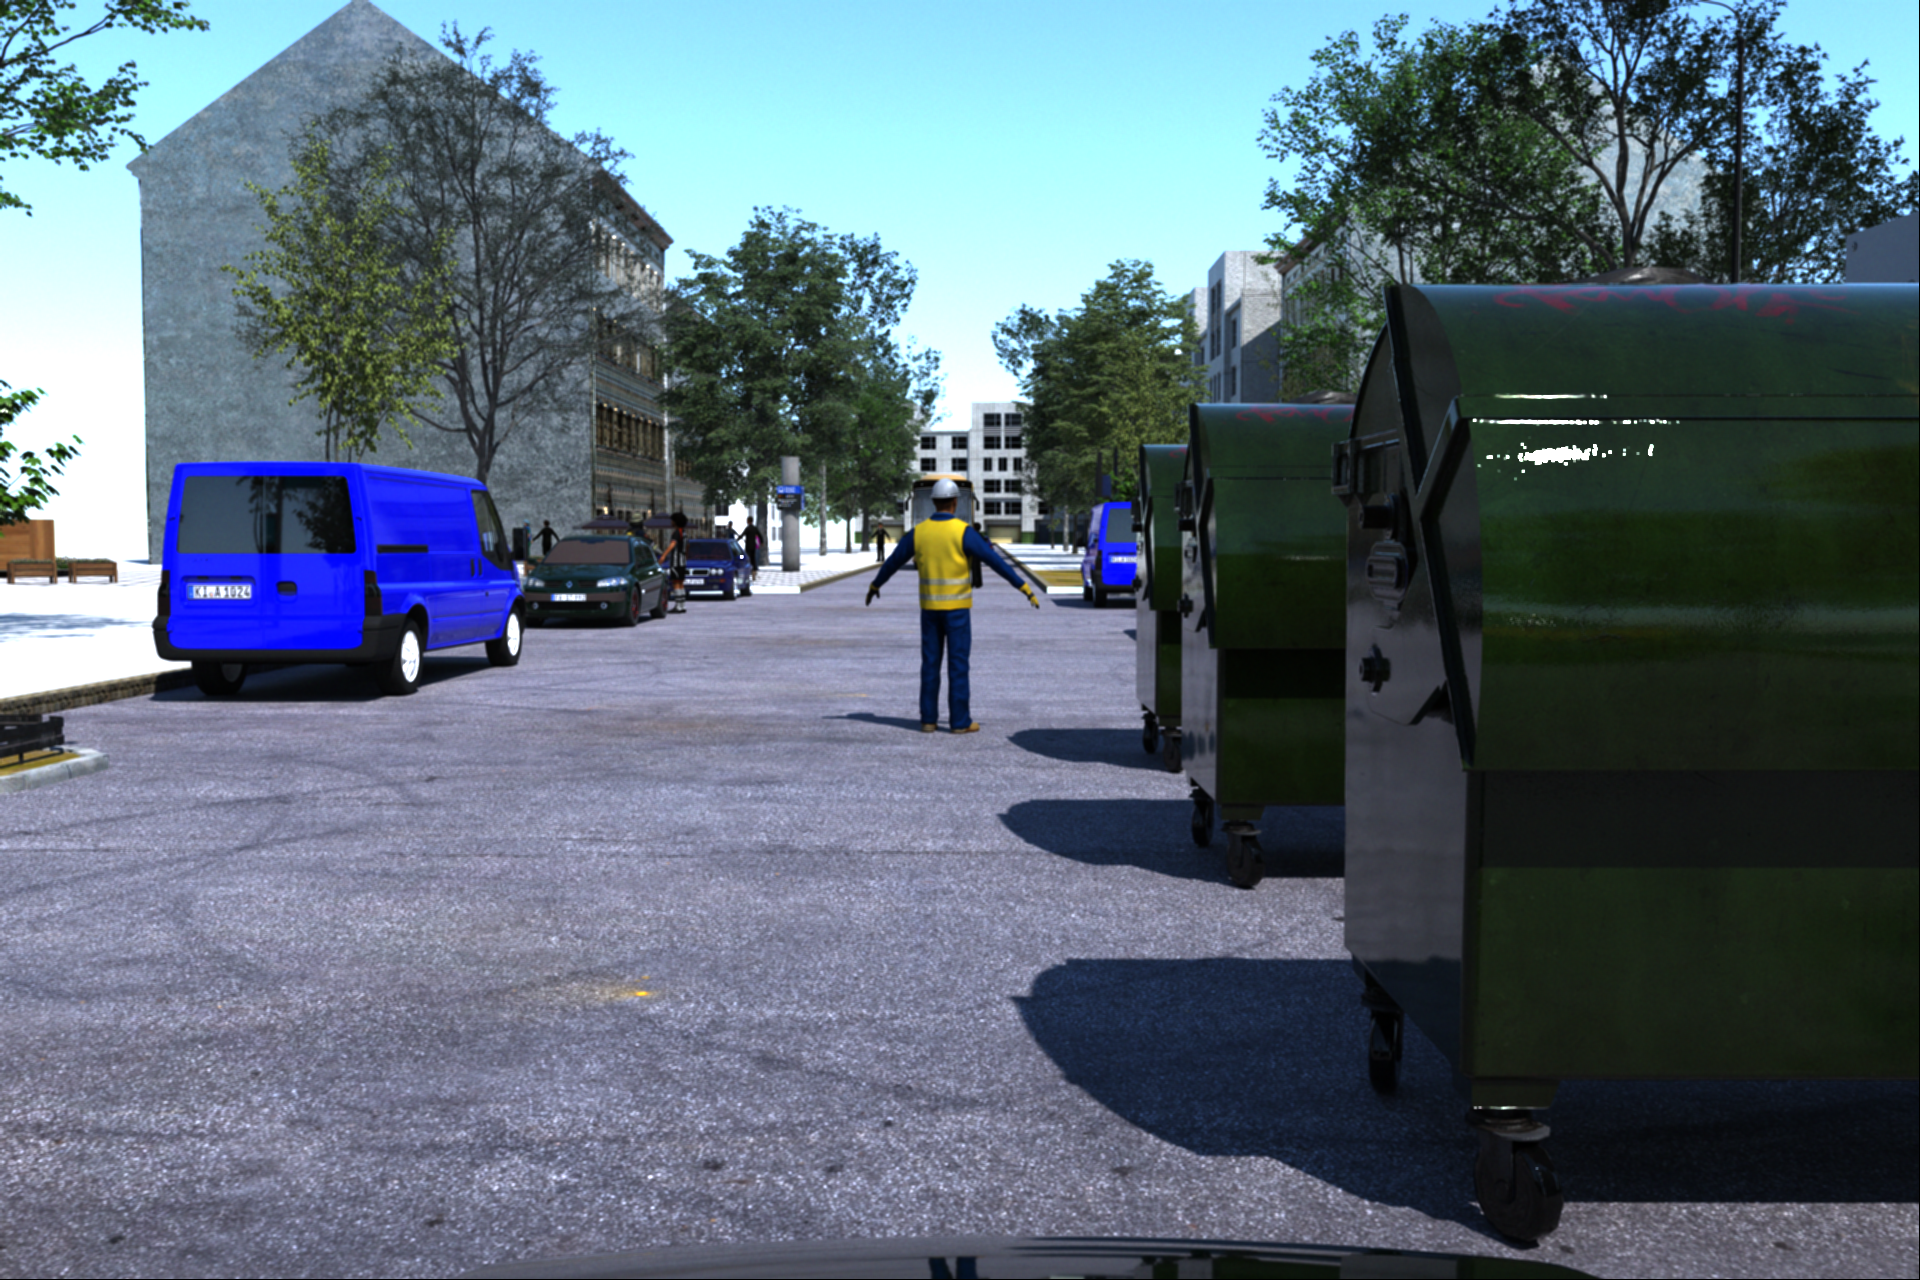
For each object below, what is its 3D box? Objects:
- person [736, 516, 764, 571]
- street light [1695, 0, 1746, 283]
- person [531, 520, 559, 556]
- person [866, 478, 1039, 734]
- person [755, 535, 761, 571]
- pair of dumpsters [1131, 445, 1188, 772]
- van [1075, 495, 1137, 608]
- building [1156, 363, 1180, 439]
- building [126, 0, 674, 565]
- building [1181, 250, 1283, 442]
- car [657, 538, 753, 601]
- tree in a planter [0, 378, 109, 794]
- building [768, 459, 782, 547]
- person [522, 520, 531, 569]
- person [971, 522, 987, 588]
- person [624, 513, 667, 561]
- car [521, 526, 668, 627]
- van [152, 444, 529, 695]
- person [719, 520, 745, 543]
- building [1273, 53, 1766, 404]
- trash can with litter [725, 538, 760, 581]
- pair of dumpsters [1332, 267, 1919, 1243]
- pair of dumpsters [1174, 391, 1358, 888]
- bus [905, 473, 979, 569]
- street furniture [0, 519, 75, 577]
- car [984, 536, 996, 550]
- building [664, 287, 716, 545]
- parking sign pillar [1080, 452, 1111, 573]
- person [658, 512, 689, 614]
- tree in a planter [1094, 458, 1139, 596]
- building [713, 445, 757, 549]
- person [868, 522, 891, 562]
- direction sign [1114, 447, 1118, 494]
[{"bbox_3d":[-6.198,-2.739,51.014,0.704,1.802,1.346,2,4,35],"label":"person"},{"bbox_3d":[7.156,-2.584,14.796,1.470,5.913,1.316,0,4,0],"label":"street light"},{"bbox_3d":[-15.918,-3.698,66.641,0.705,1.806,1.347,3,5,40],"label":"person"},{"bbox_3d":[-0.095,-0.251,12.536,1.349,1.833,0.705,1,4,21],"label":"person"},{"bbox_3d":[-7.024,-3.134,60.509,0.599,1.433,0.991,-1,4,-8],"label":"person"},{"bbox_3d":[3.291,-0.363,10.890,4.436,2.255,1.574,0,4,0],"label":"pair of dumpsters"},{"bbox_3d":[3.559,-1.899,35.430,2.240,2.365,5.245,0,4,0],"label":"van"},{"bbox_3d":[25.538,-20.231,187.200,16.016,20.090,11.380,0,4,1],"label":"building"},{"bbox_3d":[-24.434,-15.250,80.260,19.493,23.208,18.063,0,3,0],"label":"building"},{"bbox_3d":[24.983,-15.293,116.506,16.747,18.905,31.486,0,4,1],"label":"building"},{"bbox_3d":[-5.669,-1.589,38.558,1.945,1.354,3.894,0,4,1],"label":"car"},{"bbox_3d":[-6.190,-0.781,9.993,1.991,3.239,1.994,0,4,1],"label":"tree in a planter"},{"bbox_3d":[-23.985,-15.260,191.641,9.099,9.664,28.070,0,3,0],"label":"building"},{"bbox_3d":[-15.976,-3.522,63.708,0.704,1.817,1.347,-1,4,-20],"label":"person"},{"bbox_3d":[0.364,-2.239,45.786,0.721,1.740,1.216,3,4,38],"label":"person"},{"bbox_3d":[-6.471,-1.628,34.847,1.354,1.856,0.705,2,4,32],"label":"person"},{"bbox_3d":[-5.858,-1.115,28.013,2.009,1.686,4.222,0,4,0],"label":"car"},{"bbox_3d":[-5.785,-0.775,17.055,2.240,2.365,5.245,0,4,1],"label":"van"},{"bbox_3d":[-9.429,-4.004,71.322,1.347,1.847,0.705,-3,5,-41],"label":"person"},{"bbox_3d":[27.202,-15.752,88.474,19.493,23.208,18.063,0,4,1],"label":"building"},{"bbox_3d":[-6.036,-2.218,47.644,1.055,1.170,0.624,0,4,1],"label":"trash can with litter"},{"bbox_3d":[3.132,0.059,3.981,4.436,2.255,1.574,0,4,0],"label":"pair of dumpsters"},{"bbox_3d":[3.156,-0.156,7.495,4.436,2.255,1.574,0,3,0],"label":"pair of dumpsters"},{"bbox_3d":[-0.657,-5.012,73.497,2.896,3.916,12.252,0,4,0],"label":"bus"},{"bbox_3d":[-30.541,-2.849,53.443,11.010,1.723,9.812,3,4,39],"label":"street furniture"},{"bbox_3d":[0.905,-4.790,90.899,1.945,1.354,3.894,0,4,0],"label":"car"},{"bbox_3d":[-27.603,-17.658,119.638,19.493,23.208,18.063,0,4,0],"label":"building"},{"bbox_3d":[4.724,-4.219,57.457,1.447,3.967,1.447,0,4,1],"label":"parking sign pillar"},{"bbox_3d":[-5.129,-1.391,31.344,0.704,1.843,1.345,1,4,9],"label":"person"},{"bbox_3d":[3.966,-2.660,40.710,1.991,3.239,1.994,0,3,0],"label":"tree in a planter"},{"bbox_3d":[-22.827,-13.494,162.776,9.099,9.664,28.070,0,3,0],"label":"building"},{"bbox_3d":[-3.683,-4.521,79.860,1.347,1.837,0.705,3,4,36],"label":"person"},{"bbox_3d":[4.106,-3.288,45.753,0.379,3.537,0.876,0,4,0],"label":"direction sign"}]
